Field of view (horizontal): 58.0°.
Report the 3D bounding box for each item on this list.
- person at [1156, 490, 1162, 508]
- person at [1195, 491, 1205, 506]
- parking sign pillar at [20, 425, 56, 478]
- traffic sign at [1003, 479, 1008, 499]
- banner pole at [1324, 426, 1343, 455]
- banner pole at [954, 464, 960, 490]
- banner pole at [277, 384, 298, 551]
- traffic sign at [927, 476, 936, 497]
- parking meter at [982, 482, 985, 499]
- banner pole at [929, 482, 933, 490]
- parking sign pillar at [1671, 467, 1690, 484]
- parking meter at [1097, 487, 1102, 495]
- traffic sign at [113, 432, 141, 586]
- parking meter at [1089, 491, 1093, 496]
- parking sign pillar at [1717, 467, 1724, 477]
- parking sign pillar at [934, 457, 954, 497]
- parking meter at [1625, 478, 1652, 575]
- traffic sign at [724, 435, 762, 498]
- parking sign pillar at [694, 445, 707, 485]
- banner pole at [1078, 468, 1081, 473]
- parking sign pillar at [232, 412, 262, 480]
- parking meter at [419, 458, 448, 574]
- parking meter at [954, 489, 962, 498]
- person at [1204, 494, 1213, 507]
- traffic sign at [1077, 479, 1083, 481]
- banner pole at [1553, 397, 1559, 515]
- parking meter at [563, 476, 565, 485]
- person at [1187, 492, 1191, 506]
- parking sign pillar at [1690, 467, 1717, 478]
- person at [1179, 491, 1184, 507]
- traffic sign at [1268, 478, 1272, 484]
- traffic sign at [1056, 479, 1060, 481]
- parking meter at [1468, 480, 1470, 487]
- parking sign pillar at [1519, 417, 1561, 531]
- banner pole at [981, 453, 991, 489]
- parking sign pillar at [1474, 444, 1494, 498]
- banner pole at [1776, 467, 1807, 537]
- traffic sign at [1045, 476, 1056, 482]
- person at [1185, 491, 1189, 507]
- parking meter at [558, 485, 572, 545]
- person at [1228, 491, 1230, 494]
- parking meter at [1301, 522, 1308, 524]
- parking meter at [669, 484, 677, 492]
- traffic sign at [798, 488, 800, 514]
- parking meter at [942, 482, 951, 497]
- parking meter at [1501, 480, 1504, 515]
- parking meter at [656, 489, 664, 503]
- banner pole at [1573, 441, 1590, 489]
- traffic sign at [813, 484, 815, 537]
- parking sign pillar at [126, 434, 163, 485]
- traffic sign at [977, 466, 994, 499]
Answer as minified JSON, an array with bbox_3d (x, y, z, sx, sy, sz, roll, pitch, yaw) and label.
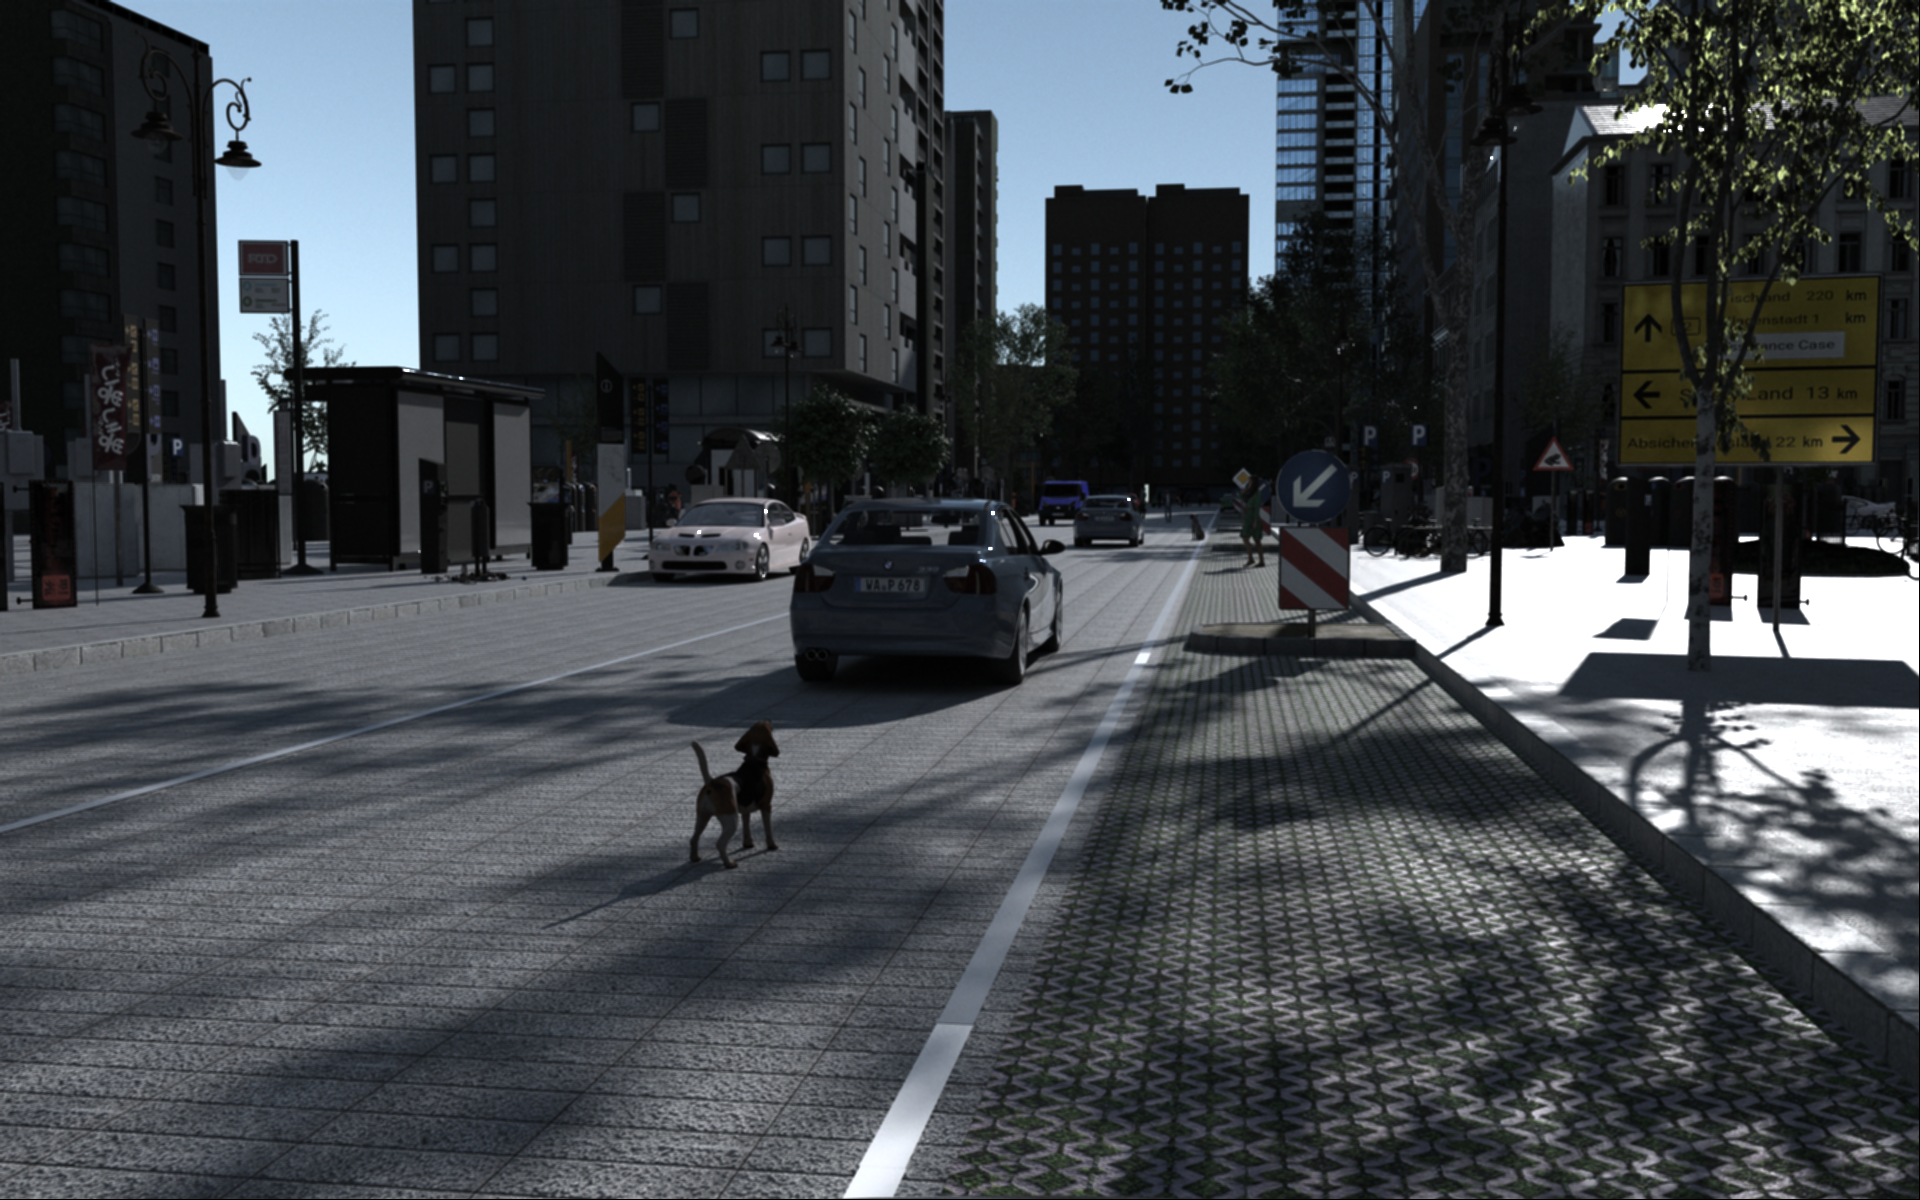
[{"bbox_3d":[20.701,-10.487,179.992,0.705,1.821,1.348,-1,4,-16],"label":"person"},{"bbox_3d":[27.698,-11.702,199.805,1.348,1.826,0.705,3,5,41],"label":"person"},{"bbox_3d":[-34.234,-4.627,64.126,1.447,3.967,1.447,3,5,45],"label":"parking sign pillar"},{"bbox_3d":[3.143,-7.255,119.806,0.795,2.450,0.064,1,4,18],"label":"traffic sign"},{"bbox_3d":[13.703,-4.491,63.444,0.863,3.779,0.401,2,4,27],"label":"banner pole"},{"bbox_3d":[-0.258,-9.401,143.718,0.401,3.779,0.863,-3,5,-42],"label":"banner pole"},{"bbox_3d":[-15.358,-3.032,39.590,0.863,3.779,0.401,3,5,42],"label":"banner pole"},{"bbox_3d":[-1.543,-5.140,84.138,0.768,2.556,0.104,1,4,13],"label":"traffic sign"},{"bbox_3d":[1.107,-4.570,80.425,0.255,1.863,0.399,1,4,14],"label":"parking meter"},{"bbox_3d":[-2.118,-8.613,130.832,0.863,3.779,0.401,2,4,25],"label":"banner pole"},{"bbox_3d":[47.663,-7.808,116.129,1.447,3.967,1.447,-2,4,-30],"label":"parking sign pillar"},{"bbox_3d":[11.545,-8.397,143.002,0.399,1.863,0.255,1,4,9],"label":"parking meter"},{"bbox_3d":[-11.725,-1.467,24.093,0.768,2.556,0.104,1,4,14],"label":"traffic sign"},{"bbox_3d":[10.926,-8.364,145.165,0.372,1.533,0.369,0,3,0],"label":"parking meter"},{"bbox_3d":[60.983,-9.232,139.423,1.447,3.967,1.447,-2,4,-34],"label":"parking sign pillar"},{"bbox_3d":[-1.031,-7.494,111.006,1.447,3.967,1.447,-2,4,-31],"label":"parking sign pillar"},{"bbox_3d":[10.780,-1.169,27.526,0.372,1.533,0.369,0,3,0],"label":"parking meter"},{"bbox_3d":[-4.741,-2.313,37.816,0.884,2.594,0.081,1,4,13],"label":"traffic sign"},{"bbox_3d":[-13.958,-6.481,94.438,1.447,3.967,1.447,-3,5,-43],"label":"parking sign pillar"},{"bbox_3d":[10.082,-9.559,146.302,0.401,3.779,0.863,-1,4,-18],"label":"banner pole"},{"bbox_3d":[-23.613,-4.217,57.419,1.447,3.967,1.447,0,4,-1],"label":"parking sign pillar"},{"bbox_3d":[-8.477,-1.358,27.913,0.399,1.863,0.255,1,4,15],"label":"parking meter"},{"bbox_3d":[-0.100,-4.903,88.583,0.372,1.533,0.369,0,3,0],"label":"parking meter"},{"bbox_3d":[27.757,-11.111,193.429,1.065,1.426,0.557,0,4,-4],"label":"person"},{"bbox_3d":[9.866,-8.729,142.829,0.768,2.556,0.104,1,4,13],"label":"traffic sign"},{"bbox_3d":[15.505,-3.374,45.182,0.401,3.779,0.863,1,4,12],"label":"banner pole"},{"bbox_3d":[-10.955,-2.537,47.185,0.399,1.863,0.255,2,4,26],"label":"parking meter"},{"bbox_3d":[26.721,-11.804,202.418,0.530,1.710,0.541,-1,4,-14],"label":"person"},{"bbox_3d":[54.560,-8.514,127.676,1.447,3.967,1.447,0,4,1],"label":"parking sign pillar"},{"bbox_3d":[24.344,-11.077,190.437,0.721,1.723,1.217,-1,4,-17],"label":"person"},{"bbox_3d":[24.061,-8.195,133.995,0.884,2.594,0.081,1,4,12],"label":"traffic sign"},{"bbox_3d":[8.384,-9.069,148.376,0.768,2.556,0.104,1,4,17],"label":"traffic sign"},{"bbox_3d":[21.518,-4.185,74.143,0.399,1.863,0.255,0,4,-1],"label":"parking meter"},{"bbox_3d":[20.266,-4.407,60.528,1.447,3.967,1.447,-1,4,-12],"label":"parking sign pillar"},{"bbox_3d":[1.583,-6.845,101.934,0.863,3.779,0.401,-1,4,-19],"label":"banner pole"},{"bbox_3d":[27.950,-6.332,91.996,1.447,3.967,1.447,-2,4,-35],"label":"parking sign pillar"},{"bbox_3d":[20.519,-3.213,42.555,0.863,3.779,0.401,2,4,35],"label":"banner pole"},{"bbox_3d":[6.323,-7.420,121.430,0.768,2.556,0.104,1,4,10],"label":"traffic sign"},{"bbox_3d":[25.565,-11.379,195.269,0.721,1.735,1.217,2,4,27],"label":"person"},{"bbox_3d":[-10.047,-2.177,43.999,0.372,1.533,0.369,0,3,0],"label":"parking meter"},{"bbox_3d":[30.674,-11.560,197.520,1.348,1.823,0.705,2,4,28],"label":"person"},{"bbox_3d":[14.837,-4.055,74.716,0.372,1.533,0.369,0,3,0],"label":"parking meter"},{"bbox_3d":[-16.120,-5.596,97.204,0.399,1.863,0.255,-3,4,-36],"label":"parking meter"},{"bbox_3d":[-4.826,-3.169,51.916,0.768,2.556,0.104,1,4,10],"label":"traffic sign"},{"bbox_3d":[-0.638,-4.610,81.082,0.399,1.863,0.255,-1,4,-16],"label":"parking meter"},{"bbox_3d":[22.314,-4.041,71.775,0.255,1.863,0.399,-1,4,-15],"label":"parking meter"},{"bbox_3d":[-14.022,-4.435,80.929,0.372,1.533,0.369,0,3,0],"label":"parking meter"},{"bbox_3d":[29.395,-5.613,81.789,0.863,3.779,0.401,3,4,36],"label":"banner pole"},{"bbox_3d":[-4.339,-3.147,51.462,0.884,2.594,0.081,1,4,16],"label":"traffic sign"},{"bbox_3d":[-19.829,-3.281,42.122,1.447,3.967,1.447,0,4,-6],"label":"parking sign pillar"},{"bbox_3d":[1.152,-4.757,77.889,0.768,2.556,0.104,1,4,10],"label":"traffic sign"}]
